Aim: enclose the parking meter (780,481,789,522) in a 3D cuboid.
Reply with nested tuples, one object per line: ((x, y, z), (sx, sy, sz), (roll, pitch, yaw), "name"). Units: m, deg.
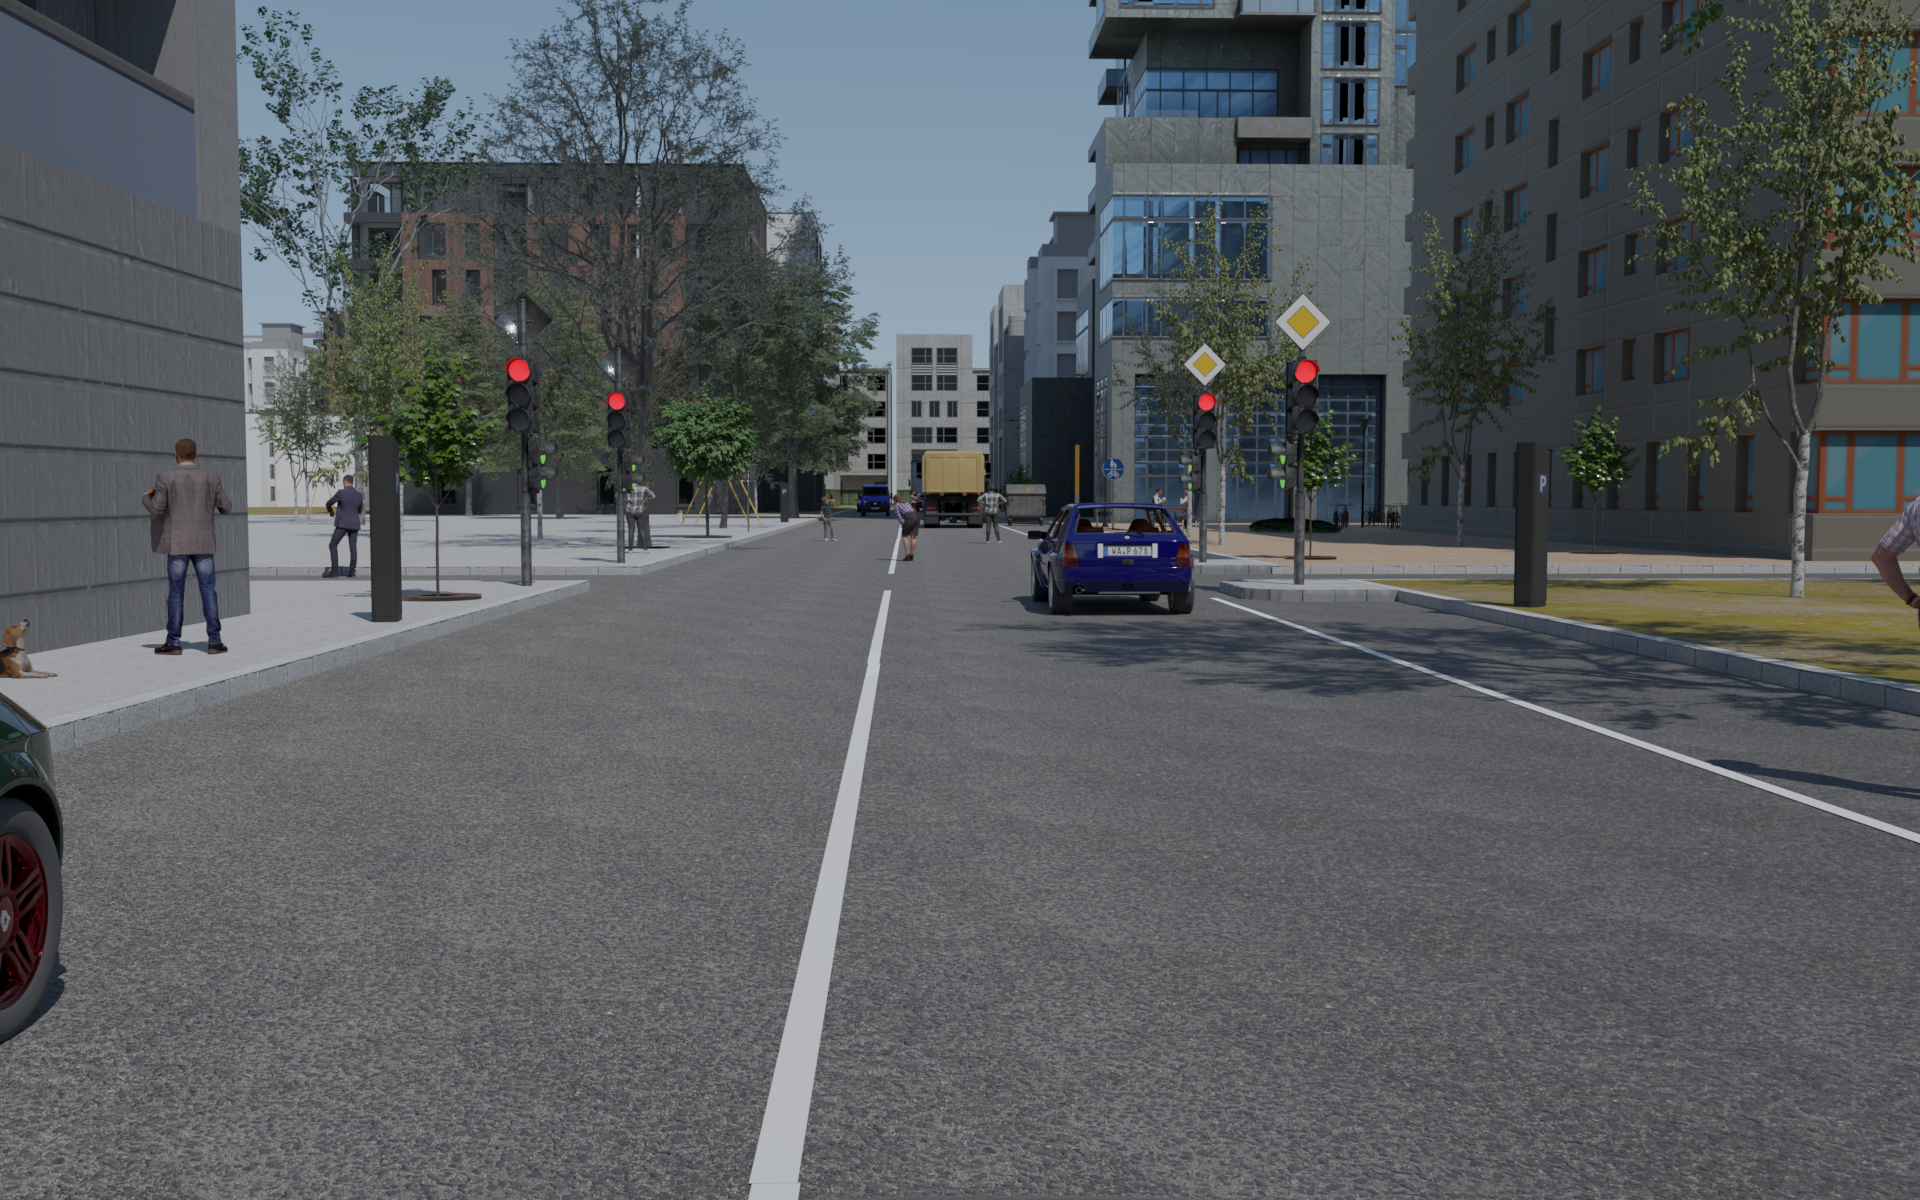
((-7.948, -4.459, 78.613), (0.399, 1.863, 0.255), (0, 4, -1), "parking meter")

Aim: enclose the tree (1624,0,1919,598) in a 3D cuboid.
((10.457, -4.352, 21.511), (4.737, 8.622, 4.395), (0, 3, 0), "tree")

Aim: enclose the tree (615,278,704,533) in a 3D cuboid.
((-10.470, -6.493, 56.529), (4.360, 8.622, 3.978), (0, 3, 0), "tree")

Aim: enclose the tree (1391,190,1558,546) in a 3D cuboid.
((12.595, -5.670, 43.067), (4.737, 8.622, 4.395), (0, 3, 0), "tree")

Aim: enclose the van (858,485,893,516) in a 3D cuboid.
((-5.500, -6.642, 112.983), (2.240, 2.365, 5.245), (0, 4, -2), "van")

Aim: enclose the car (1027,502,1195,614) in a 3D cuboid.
((1.869, -0.578, 22.027), (1.945, 1.354, 3.894), (0, 4, -2), "car")

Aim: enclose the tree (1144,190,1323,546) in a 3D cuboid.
((6.768, -5.659, 42.895), (4.737, 8.622, 4.395), (0, 3, 0), "tree")

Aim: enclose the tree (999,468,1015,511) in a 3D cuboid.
((3.810, -8.402, 131.966), (1.663, 3.219, 1.824), (0, 3, 0), "tree")

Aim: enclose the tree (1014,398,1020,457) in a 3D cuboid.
((5.272, -9.866, 111.674), (4.737, 8.622, 4.395), (0, 3, 0), "tree")

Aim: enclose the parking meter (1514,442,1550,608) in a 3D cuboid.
((6.504, -0.856, 19.699), (0.255, 1.863, 0.399), (3, 5, 41), "parking meter")

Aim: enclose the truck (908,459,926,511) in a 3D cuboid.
((-2.913, -9.595, 145.798), (2.839, 4.237, 11.283), (0, 4, -2), "truck")

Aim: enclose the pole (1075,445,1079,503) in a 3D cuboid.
((4.870, -4.780, 72.000), (0.158, 3.312, 0.155), (0, 3, 0), "pole")

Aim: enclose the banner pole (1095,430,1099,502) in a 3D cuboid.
((5.351, -4.760, 67.837), (0.401, 3.779, 0.863), (0, 4, -3), "banner pole")

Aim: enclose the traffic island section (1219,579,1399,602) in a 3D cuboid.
((4.823, -0.138, 24.533), (2.009, 0.180, 2.903), (0, 4, -2), "traffic island section")

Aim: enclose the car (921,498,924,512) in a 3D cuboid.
((-2.150, -7.796, 137.063), (1.945, 1.707, 3.694), (0, 4, -2), "car")

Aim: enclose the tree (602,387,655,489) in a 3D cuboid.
((-20.058, -9.423, 104.436), (4.737, 8.622, 4.395), (0, 3, 0), "tree")

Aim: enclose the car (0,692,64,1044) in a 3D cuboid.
((-3.262, 0.409, 3.093), (2.009, 1.686, 4.222), (0, 4, -2), "car")

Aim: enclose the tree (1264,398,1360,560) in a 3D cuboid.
((7.034, -2.411, 34.028), (1.663, 3.219, 1.824), (0, 3, 0), "tree")

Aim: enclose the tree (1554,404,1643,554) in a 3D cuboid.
((13.795, -2.608, 37.243), (1.663, 3.219, 1.824), (0, 3, 0), "tree")

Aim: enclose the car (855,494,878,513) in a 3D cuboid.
((-7.211, -7.709, 135.829), (2.009, 1.686, 4.222), (0, 4, -2), "car")

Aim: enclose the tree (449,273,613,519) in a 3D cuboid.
((-20.834, -10.410, 88.337), (7.486, 12.596, 7.792), (0, 3, 0), "tree")

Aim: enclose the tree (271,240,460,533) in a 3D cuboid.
((-17.262, -6.136, 50.683), (4.737, 8.622, 4.395), (0, 3, 0), "tree")

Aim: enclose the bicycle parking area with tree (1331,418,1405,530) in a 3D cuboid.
((17.923, -4.797, 65.440), (8.231, 4.147, 9.016), (2, 4, 24), "bicycle parking area with tree")

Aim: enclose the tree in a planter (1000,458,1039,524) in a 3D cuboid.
((2.976, -5.360, 84.860), (1.991, 3.239, 1.994), (0, 4, -2), "tree in a planter")

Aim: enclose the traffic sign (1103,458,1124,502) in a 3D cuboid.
((5.392, -3.723, 60.982), (0.768, 2.556, 0.104), (0, 4, -1), "traffic sign")

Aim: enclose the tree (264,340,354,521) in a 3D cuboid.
((-31.133, -8.113, 83.011), (4.360, 8.622, 3.978), (0, 3, 0), "tree")

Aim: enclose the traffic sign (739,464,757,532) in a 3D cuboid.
((-7.130, -3.438, 58.334), (0.606, 2.300, 0.079), (0, 4, -1), "traffic sign")

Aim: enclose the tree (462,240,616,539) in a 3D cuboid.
((-12.042, -6.058, 49.410), (4.360, 8.622, 3.978), (0, 3, 0), "tree")

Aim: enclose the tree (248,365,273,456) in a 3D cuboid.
((-34.924, -8.583, 90.686), (4.737, 8.622, 4.395), (0, 3, 0), "tree")

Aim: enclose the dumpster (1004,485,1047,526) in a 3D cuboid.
((2.940, -4.270, 78.026), (1.865, 1.857, 1.264), (0, 4, -2), "dumpster")

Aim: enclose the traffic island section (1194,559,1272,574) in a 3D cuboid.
((4.579, -0.626, 32.514), (2.009, 0.180, 2.903), (0, 4, -2), "traffic island section")

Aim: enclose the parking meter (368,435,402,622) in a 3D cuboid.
((-5.788, -0.718, 17.444), (0.255, 1.863, 0.399), (-1, 4, -10), "parking meter")

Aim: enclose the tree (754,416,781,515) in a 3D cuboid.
((-12.285, -9.378, 103.688), (4.360, 8.622, 3.978), (0, 3, 0), "tree")

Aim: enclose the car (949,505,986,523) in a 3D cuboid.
((0.371, -4.669, 86.126), (2.009, 1.686, 4.222), (0, 4, -3), "car")

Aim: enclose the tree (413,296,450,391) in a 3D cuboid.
((-28.698, -11.099, 99.591), (7.486, 12.596, 7.792), (0, 3, 0), "tree")

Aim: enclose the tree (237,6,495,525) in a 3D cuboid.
((-26.102, -13.110, 70.241), (12.611, 20.169, 13.585), (0, 3, 0), "tree")

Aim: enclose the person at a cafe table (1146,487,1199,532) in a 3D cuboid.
((7.371, -3.063, 58.602), (1.622, 1.524, 1.698), (1, 4, 23), "person at a cafe table")

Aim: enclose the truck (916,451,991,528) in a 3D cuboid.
((-0.287, -4.916, 76.299), (3.469, 3.379, 9.791), (0, 3, 0), "truck")

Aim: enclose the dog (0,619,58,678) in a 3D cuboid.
((-6.735, 0.339, 12.188), (0.550, 0.427, 0.748), (-3, 5, -42), "dog")

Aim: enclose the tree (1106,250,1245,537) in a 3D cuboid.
((6.646, -6.186, 51.496), (4.360, 8.622, 3.978), (0, 3, 0), "tree")
